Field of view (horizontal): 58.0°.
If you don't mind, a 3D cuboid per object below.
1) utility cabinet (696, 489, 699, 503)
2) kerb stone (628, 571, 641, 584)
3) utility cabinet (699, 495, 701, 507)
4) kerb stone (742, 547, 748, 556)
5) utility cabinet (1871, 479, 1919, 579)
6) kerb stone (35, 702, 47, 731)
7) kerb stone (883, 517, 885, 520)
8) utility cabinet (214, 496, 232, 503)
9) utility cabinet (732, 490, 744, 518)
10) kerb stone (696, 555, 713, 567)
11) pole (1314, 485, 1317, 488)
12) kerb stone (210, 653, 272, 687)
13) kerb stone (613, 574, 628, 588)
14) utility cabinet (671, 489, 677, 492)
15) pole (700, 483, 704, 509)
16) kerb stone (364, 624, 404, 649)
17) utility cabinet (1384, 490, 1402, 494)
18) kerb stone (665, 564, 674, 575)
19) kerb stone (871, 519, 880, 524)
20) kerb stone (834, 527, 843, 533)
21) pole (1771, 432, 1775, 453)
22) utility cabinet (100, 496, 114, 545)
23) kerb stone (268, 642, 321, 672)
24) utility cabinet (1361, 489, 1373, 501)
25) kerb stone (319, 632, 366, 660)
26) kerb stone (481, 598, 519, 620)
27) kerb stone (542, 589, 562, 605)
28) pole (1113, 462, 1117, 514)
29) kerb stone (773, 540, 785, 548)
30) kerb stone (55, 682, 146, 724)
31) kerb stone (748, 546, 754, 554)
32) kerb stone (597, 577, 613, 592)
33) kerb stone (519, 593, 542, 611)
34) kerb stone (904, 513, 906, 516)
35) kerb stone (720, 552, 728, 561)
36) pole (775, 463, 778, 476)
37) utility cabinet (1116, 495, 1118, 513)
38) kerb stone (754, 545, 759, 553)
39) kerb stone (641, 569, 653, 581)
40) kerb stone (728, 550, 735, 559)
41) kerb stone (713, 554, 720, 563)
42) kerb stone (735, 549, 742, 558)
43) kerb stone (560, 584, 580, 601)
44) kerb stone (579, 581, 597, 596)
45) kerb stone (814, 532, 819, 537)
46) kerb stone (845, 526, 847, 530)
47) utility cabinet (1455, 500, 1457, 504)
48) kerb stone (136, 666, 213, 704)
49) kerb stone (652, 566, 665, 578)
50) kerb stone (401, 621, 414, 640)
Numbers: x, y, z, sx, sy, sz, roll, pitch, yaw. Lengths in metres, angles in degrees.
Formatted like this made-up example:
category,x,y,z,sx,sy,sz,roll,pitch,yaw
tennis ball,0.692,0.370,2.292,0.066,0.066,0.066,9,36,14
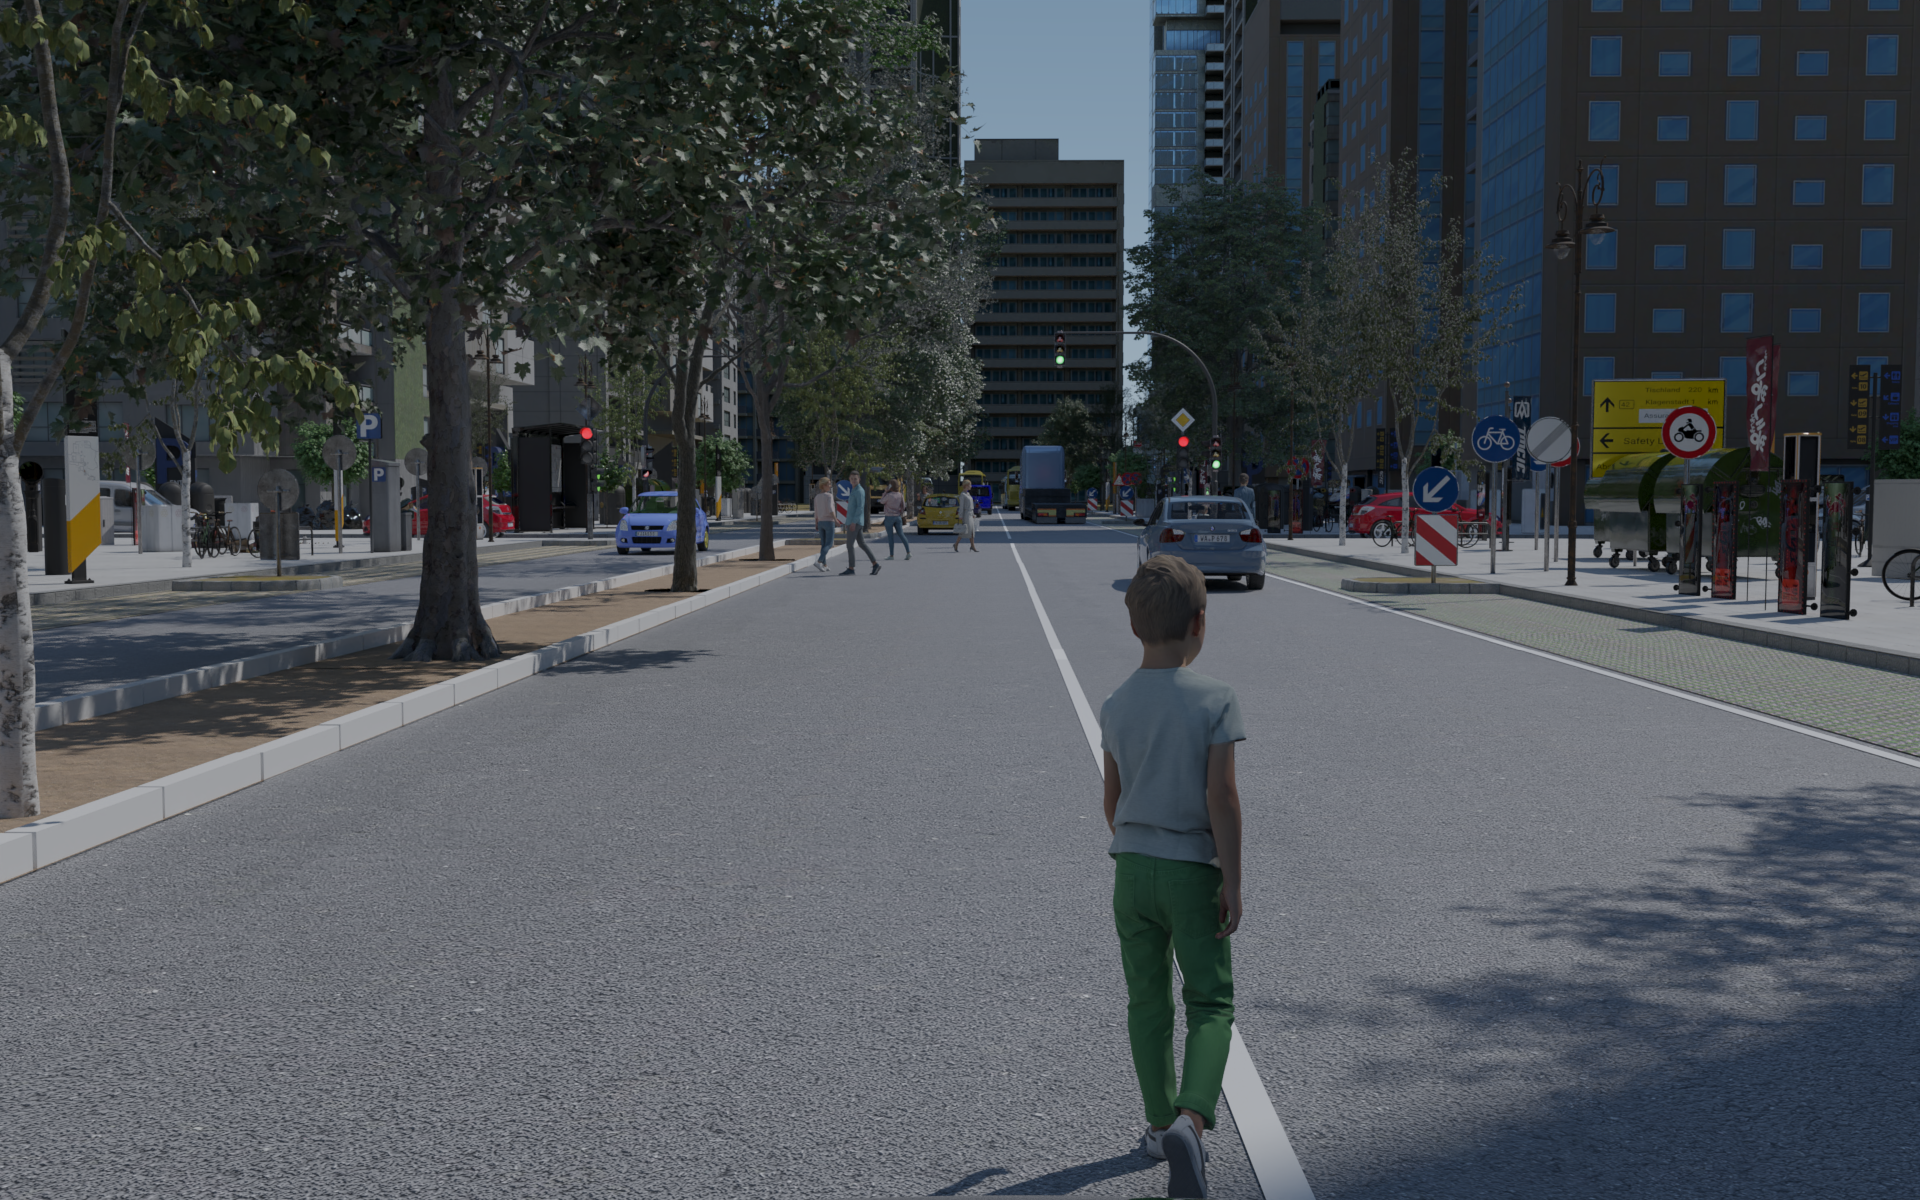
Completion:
category,x,y,z,sx,sy,sz,roll,pitch,yaw
utility cabinet,-12.818,-4.493,82.145,0.318,1.500,1.173,-3,5,-42
kerb stone,-5.291,-0.330,27.616,0.120,0.150,1.000,0,4,1
utility cabinet,-16.235,-5.782,105.689,1.020,1.237,0.306,-3,4,-38
kerb stone,-5.074,-1.084,39.922,0.120,0.150,1.000,0,4,1
utility cabinet,14.299,-1.065,26.099,0.318,1.500,1.173,-1,4,-9
kerb stone,-5.604,0.735,10.174,0.120,0.150,1.000,0,4,1
kerb stone,-4.165,-4.190,90.704,0.120,0.150,1.000,0,4,1
utility cabinet,-29.864,-3.585,69.772,1.020,1.237,0.306,-1,4,-17
utility cabinet,-11.583,-5.001,90.448,0.318,1.500,1.173,0,4,8
kerb stone,-5.158,-0.768,34.789,0.120,0.150,1.000,0,4,1
pole,23.527,-7.388,114.631,0.158,3.312,0.155,0,3,0
kerb stone,-5.546,0.548,13.239,0.120,0.150,1.000,0,4,1
kerb stone,-5.303,-0.269,26.589,0.120,0.150,1.000,0,4,1
utility cabinet,-13.048,-4.402,80.657,0.318,1.500,1.173,2,4,25
pole,-14.977,-6.532,100.642,0.158,3.312,0.155,0,3,0
kerb stone,-5.495,0.360,16.315,0.120,0.150,1.000,0,4,1
utility cabinet,22.765,-5.001,90.447,1.173,1.500,0.318,2,4,31
kerb stone,-5.236,-0.520,30.691,0.120,0.150,1.000,0,4,1
kerb stone,-4.238,-3.939,86.595,0.120,0.150,1.000,0,4,1
kerb stone,-4.601,-2.683,66.067,0.120,0.150,1.000,0,4,1
pole,21.667,-3.211,46.335,0.158,3.312,0.155,0,3,0
utility cabinet,-21.637,-1.962,43.248,0.306,1.237,1.020,1,4,21
kerb stone,-5.536,0.485,14.264,0.120,0.150,1.000,0,4,1
utility cabinet,18.501,-4.282,78.692,0.318,1.500,1.173,2,4,23
kerb stone,-5.513,0.422,15.294,0.120,0.150,1.000,0,4,1
kerb stone,-5.422,0.109,20.407,0.120,0.150,1.000,0,4,1
kerb stone,-5.386,-0.013,22.467,0.120,0.150,1.000,0,4,1
pole,9.923,-7.164,110.977,0.158,3.312,0.155,0,3,0
kerb stone,-4.949,-1.523,47.099,0.120,0.150,1.000,0,4,1
kerb stone,-5.585,0.673,11.196,0.120,0.150,1.000,0,4,1
kerb stone,-5.049,-1.147,40.946,0.120,0.150,1.000,0,4,1
kerb stone,-5.326,-0.204,25.556,0.120,0.150,1.000,0,4,1
kerb stone,-5.398,0.046,21.436,0.120,0.150,1.000,0,4,1
kerb stone,-3.642,-6.008,120.423,0.120,0.150,1.000,0,4,1
kerb stone,-5.128,-0.892,36.842,0.120,0.150,1.000,0,4,1
pole,-12.056,-7.331,113.704,0.158,3.312,0.155,0,3,0
utility cabinet,11.057,-6.614,119.308,1.020,1.237,0.306,1,4,13
kerb stone,-5.036,-1.209,41.968,0.120,0.150,1.000,0,4,1
kerb stone,-5.274,-0.389,28.638,0.120,0.150,1.000,0,4,1
kerb stone,-5.117,-0.959,37.867,0.120,0.150,1.000,0,4,1
kerb stone,-5.149,-0.832,35.819,0.120,0.150,1.000,0,4,1
kerb stone,-5.089,-1.020,38.895,0.120,0.150,1.000,0,4,1
kerb stone,-5.367,-0.080,23.497,0.120,0.150,1.000,0,4,1
kerb stone,-5.354,-0.143,24.534,0.120,0.150,1.000,0,4,1
kerb stone,-4.757,-2.181,57.859,0.120,0.150,1.000,0,4,1
kerb stone,-4.593,-2.743,67.094,0.120,0.150,1.000,0,4,1
utility cabinet,26.016,-4.918,91.574,0.306,1.237,1.020,2,4,26
kerb stone,-5.572,0.610,12.217,0.120,0.150,1.000,0,4,1
kerb stone,-5.256,-0.457,29.659,0.120,0.150,1.000,0,4,1
kerb stone,-5.479,0.297,17.337,0.120,0.150,1.000,0,4,1
